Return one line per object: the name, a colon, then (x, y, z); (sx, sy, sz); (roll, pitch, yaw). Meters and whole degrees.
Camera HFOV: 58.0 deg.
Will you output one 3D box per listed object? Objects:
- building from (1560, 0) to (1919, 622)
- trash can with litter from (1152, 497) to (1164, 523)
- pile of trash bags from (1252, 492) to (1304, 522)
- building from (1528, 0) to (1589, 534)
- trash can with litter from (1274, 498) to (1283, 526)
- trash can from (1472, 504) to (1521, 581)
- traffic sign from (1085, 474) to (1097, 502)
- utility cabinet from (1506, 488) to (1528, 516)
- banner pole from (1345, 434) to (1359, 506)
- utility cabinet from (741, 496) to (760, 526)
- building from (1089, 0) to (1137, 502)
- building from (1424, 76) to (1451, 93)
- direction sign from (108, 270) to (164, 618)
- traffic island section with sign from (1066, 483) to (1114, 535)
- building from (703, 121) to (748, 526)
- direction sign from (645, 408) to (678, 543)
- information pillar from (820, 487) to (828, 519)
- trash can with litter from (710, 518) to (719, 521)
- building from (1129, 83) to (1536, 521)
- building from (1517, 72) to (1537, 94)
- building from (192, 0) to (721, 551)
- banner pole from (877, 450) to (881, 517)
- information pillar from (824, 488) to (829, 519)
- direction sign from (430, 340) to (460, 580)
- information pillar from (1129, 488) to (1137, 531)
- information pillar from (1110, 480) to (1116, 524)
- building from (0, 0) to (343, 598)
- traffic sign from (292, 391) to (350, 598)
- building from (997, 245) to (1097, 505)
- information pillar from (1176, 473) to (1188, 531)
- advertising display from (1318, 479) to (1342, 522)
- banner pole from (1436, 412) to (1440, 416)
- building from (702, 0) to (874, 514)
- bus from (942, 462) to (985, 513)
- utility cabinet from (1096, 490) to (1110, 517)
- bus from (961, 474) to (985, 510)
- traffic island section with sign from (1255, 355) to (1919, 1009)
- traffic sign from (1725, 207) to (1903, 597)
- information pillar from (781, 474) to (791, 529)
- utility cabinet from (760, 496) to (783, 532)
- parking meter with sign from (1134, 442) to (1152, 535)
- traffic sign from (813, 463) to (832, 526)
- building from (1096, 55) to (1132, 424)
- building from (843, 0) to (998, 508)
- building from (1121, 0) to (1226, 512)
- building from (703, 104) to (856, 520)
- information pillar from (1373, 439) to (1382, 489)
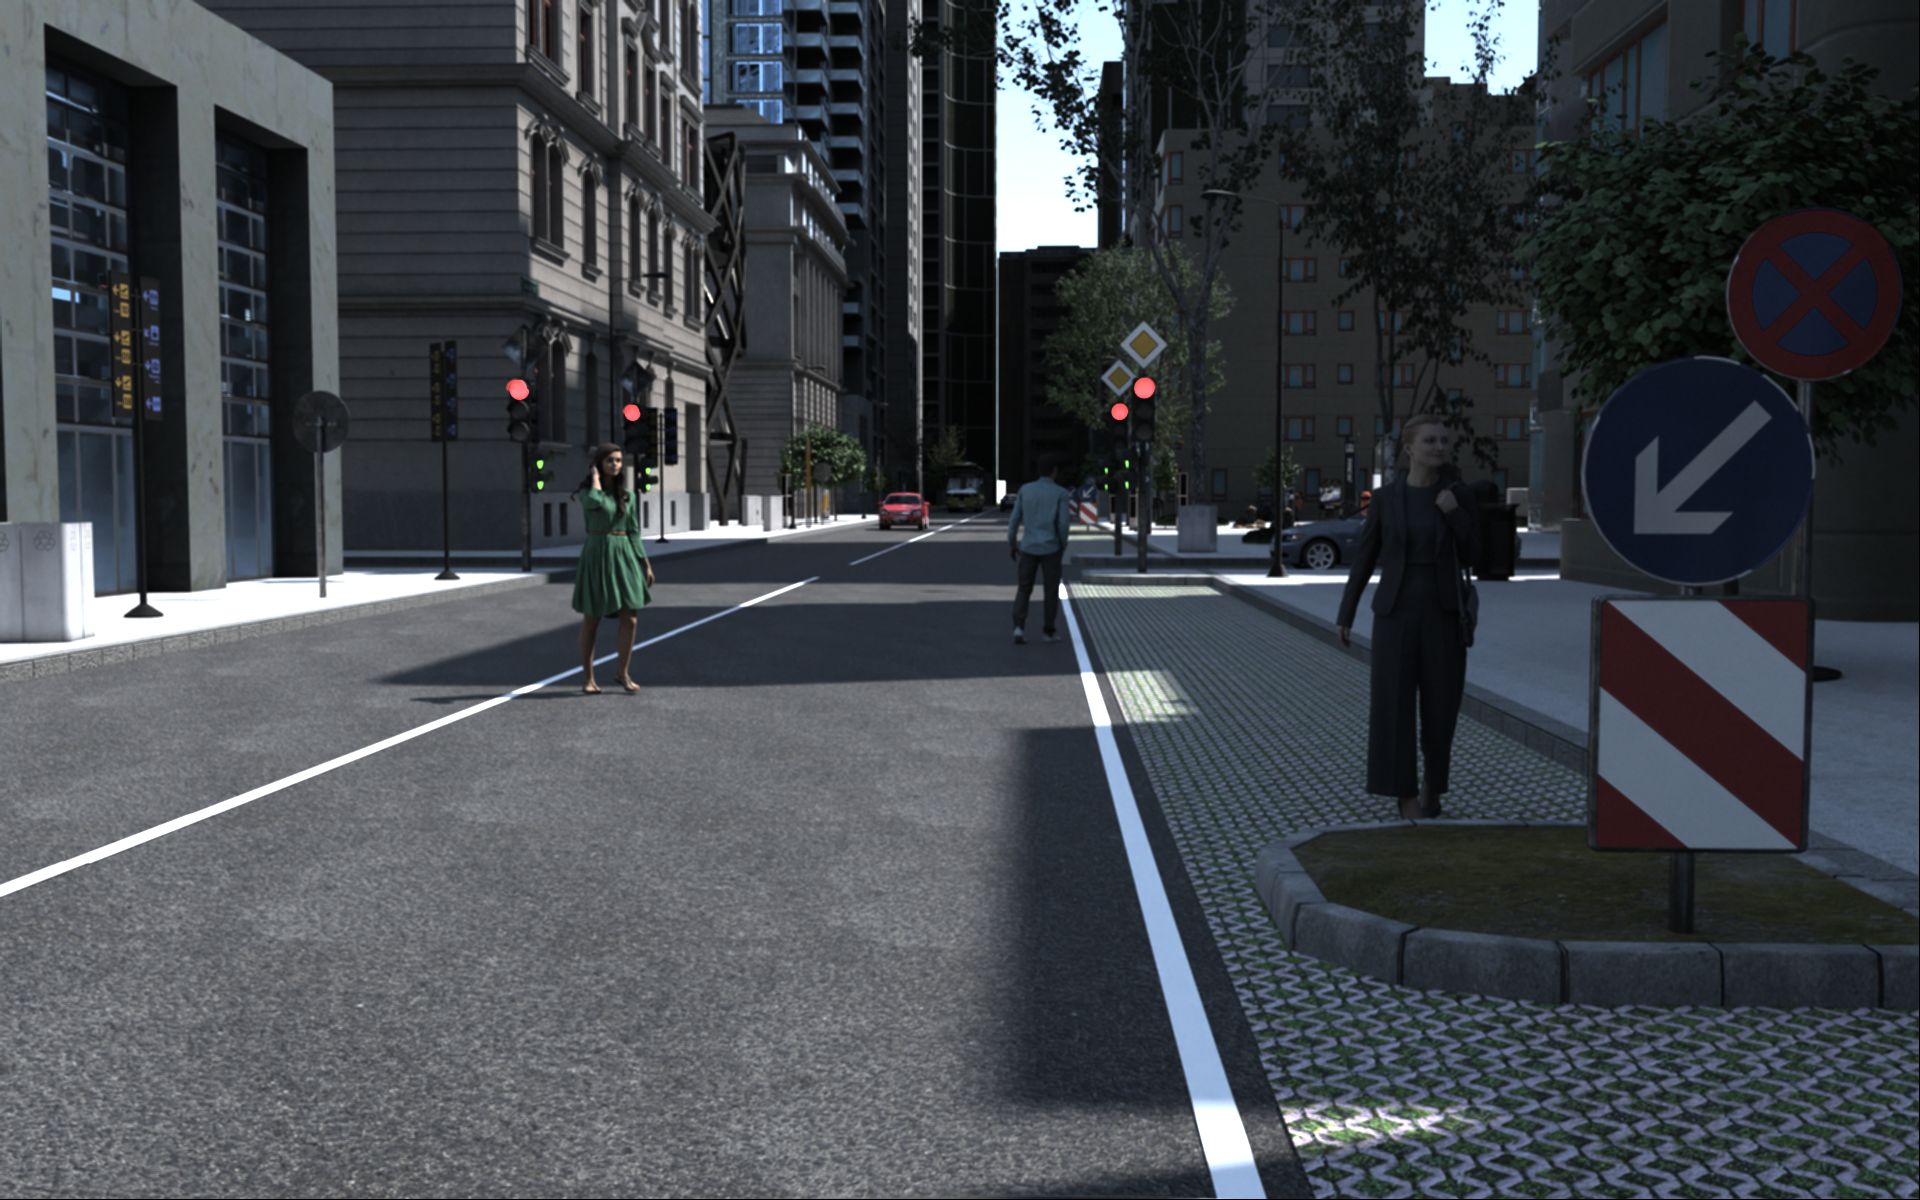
building: (22.301, -10.128, 10.632); (27.650, 21.520, 28.899); (0, 4, 2)
trash can with litter: (8.909, -4.022, 77.144); (1.055, 1.170, 0.624); (-3, 5, -44)
pile of trash bags: (15.012, -4.353, 80.928); (1.912, 1.369, 3.447); (3, 5, 42)
building: (31.638, -26.145, 47.078); (30.456, 49.044, 23.786); (0, 4, 2)
trash can with litter: (9.460, -2.444, 51.021); (1.678, 1.210, 2.233); (0, 4, 5)
trash can: (7.935, -0.862, 25.754); (0.748, 1.137, 0.748); (0, 3, 0)
traffic sign: (8.345, -6.743, 110.359); (0.768, 2.556, 0.104); (1, 4, 9)
utility cabinet: (22.172, -3.651, 68.372); (1.173, 1.500, 0.318); (-1, 4, -16)
banner pole: (16.331, -5.016, 72.026); (0.401, 3.779, 0.863); (-3, 5, -41)
utility cabinet: (-8.311, -3.553, 69.249); (0.306, 1.237, 1.020); (2, 4, 28)
building: (23.187, -51.365, 152.490); (22.319, 86.520, 31.000); (0, 4, 2)
building: (43.355, -29.072, 167.208); (23.993, 40.220, 32.217); (0, 4, 2)
direction sign: (-8.530, -1.590, 17.994); (0.379, 3.537, 0.876); (0, 4, 6)
traffic island section with sign: (4.369, -3.191, 60.793); (1.989, 1.847, 2.006); (0, 4, 2)
building: (-17.405, -12.419, 70.500); (16.820, 18.784, 16.811); (0, 4, 2)
direction sign: (-7.850, -3.275, 45.551); (0.876, 3.537, 0.379); (-2, 4, -26)
information pillar: (-6.895, -5.879, 87.477); (0.504, 3.616, 0.183); (3, 4, 38)
trash can with litter: (-11.879, -4.346, 82.112); (1.678, 1.210, 2.233); (1, 4, 14)
building: (24.077, -15.360, 96.174); (27.650, 21.520, 28.899); (0, 4, 2)
building: (70.348, -31.566, 170.722); (28.867, 44.769, 22.147); (0, 4, 2)
building: (-15.543, -16.045, 49.729); (14.401, 28.519, 23.554); (0, 4, 2)
banner pole: (-4.636, -6.671, 99.085); (0.401, 3.779, 0.863); (-1, 4, -17)
information pillar: (-6.857, -5.155, 88.772); (0.304, 2.012, 0.304); (0, 4, -7)
direction sign: (-7.695, -2.073, 25.886); (0.379, 3.537, 0.876); (-3, 5, -40)
information pillar: (6.164, -3.459, 61.042); (0.304, 2.012, 0.304); (2, 4, 32)
information pillar: (6.595, -4.258, 74.109); (0.304, 2.012, 0.304); (1, 4, 15)
building: (-25.776, -42.923, 14.460); (31.000, 86.520, 22.319); (0, 4, 2)
traffic sign: (-7.877, -1.299, 21.342); (0.768, 2.556, 0.104); (1, 4, 9)
building: (11.380, -26.439, 203.985); (14.107, 30.474, 14.160); (0, 4, 2)
information pillar: (7.704, -3.404, 60.147); (0.304, 2.012, 0.304); (-1, 4, -14)
advertising display: (16.121, -4.297, 75.465); (0.974, 1.923, 0.123); (1, 4, 18)
banner pole: (14.289, -3.819, 52.460); (0.863, 3.779, 0.401); (-2, 4, -34)
building: (-17.077, -49.735, 125.845); (22.319, 86.520, 31.000); (0, 4, 2)
bus: (0.440, -8.824, 135.818); (2.896, 3.916, 12.252); (0, 4, 3)
utility cabinet: (8.090, -5.322, 95.696); (1.173, 1.500, 0.318); (-2, 4, -26)
bus: (0.666, -10.000, 155.042); (2.896, 3.916, 12.252); (0, 4, 4)
traffic island section with sign: (2.044, 0.176, 5.757); (1.989, 1.847, 2.006); (0, 4, 2)
traffic sign: (3.800, -0.471, 7.800); (0.768, 2.556, 0.104); (0, 4, 3)
information pillar: (-6.463, -3.673, 64.545); (0.304, 2.012, 0.304); (3, 4, 37)
utility cabinet: (-6.419, -2.950, 59.387); (0.306, 1.237, 1.020); (1, 4, 19)
parking meter with sign: (5.892, -3.622, 55.487); (0.543, 3.016, 1.738); (0, 4, 1)
traffic sign: (-5.586, -4.292, 70.275); (0.768, 2.556, 0.104); (1, 4, 10)
building: (21.128, -32.190, 176.413); (14.600, 45.320, 14.200); (0, 4, 2)
building: (-5.994, -46.951, 205.900); (20.611, 71.187, 20.563); (0, 4, 2)
building: (21.619, -42.140, 127.244); (20.563, 71.187, 20.611); (0, 4, 2)
building: (-13.596, -15.562, 96.247); (13.314, 21.916, 24.055); (0, 4, 2)
information pillar: (17.626, -5.006, 73.201); (0.504, 3.616, 0.183); (-3, 5, -40)
